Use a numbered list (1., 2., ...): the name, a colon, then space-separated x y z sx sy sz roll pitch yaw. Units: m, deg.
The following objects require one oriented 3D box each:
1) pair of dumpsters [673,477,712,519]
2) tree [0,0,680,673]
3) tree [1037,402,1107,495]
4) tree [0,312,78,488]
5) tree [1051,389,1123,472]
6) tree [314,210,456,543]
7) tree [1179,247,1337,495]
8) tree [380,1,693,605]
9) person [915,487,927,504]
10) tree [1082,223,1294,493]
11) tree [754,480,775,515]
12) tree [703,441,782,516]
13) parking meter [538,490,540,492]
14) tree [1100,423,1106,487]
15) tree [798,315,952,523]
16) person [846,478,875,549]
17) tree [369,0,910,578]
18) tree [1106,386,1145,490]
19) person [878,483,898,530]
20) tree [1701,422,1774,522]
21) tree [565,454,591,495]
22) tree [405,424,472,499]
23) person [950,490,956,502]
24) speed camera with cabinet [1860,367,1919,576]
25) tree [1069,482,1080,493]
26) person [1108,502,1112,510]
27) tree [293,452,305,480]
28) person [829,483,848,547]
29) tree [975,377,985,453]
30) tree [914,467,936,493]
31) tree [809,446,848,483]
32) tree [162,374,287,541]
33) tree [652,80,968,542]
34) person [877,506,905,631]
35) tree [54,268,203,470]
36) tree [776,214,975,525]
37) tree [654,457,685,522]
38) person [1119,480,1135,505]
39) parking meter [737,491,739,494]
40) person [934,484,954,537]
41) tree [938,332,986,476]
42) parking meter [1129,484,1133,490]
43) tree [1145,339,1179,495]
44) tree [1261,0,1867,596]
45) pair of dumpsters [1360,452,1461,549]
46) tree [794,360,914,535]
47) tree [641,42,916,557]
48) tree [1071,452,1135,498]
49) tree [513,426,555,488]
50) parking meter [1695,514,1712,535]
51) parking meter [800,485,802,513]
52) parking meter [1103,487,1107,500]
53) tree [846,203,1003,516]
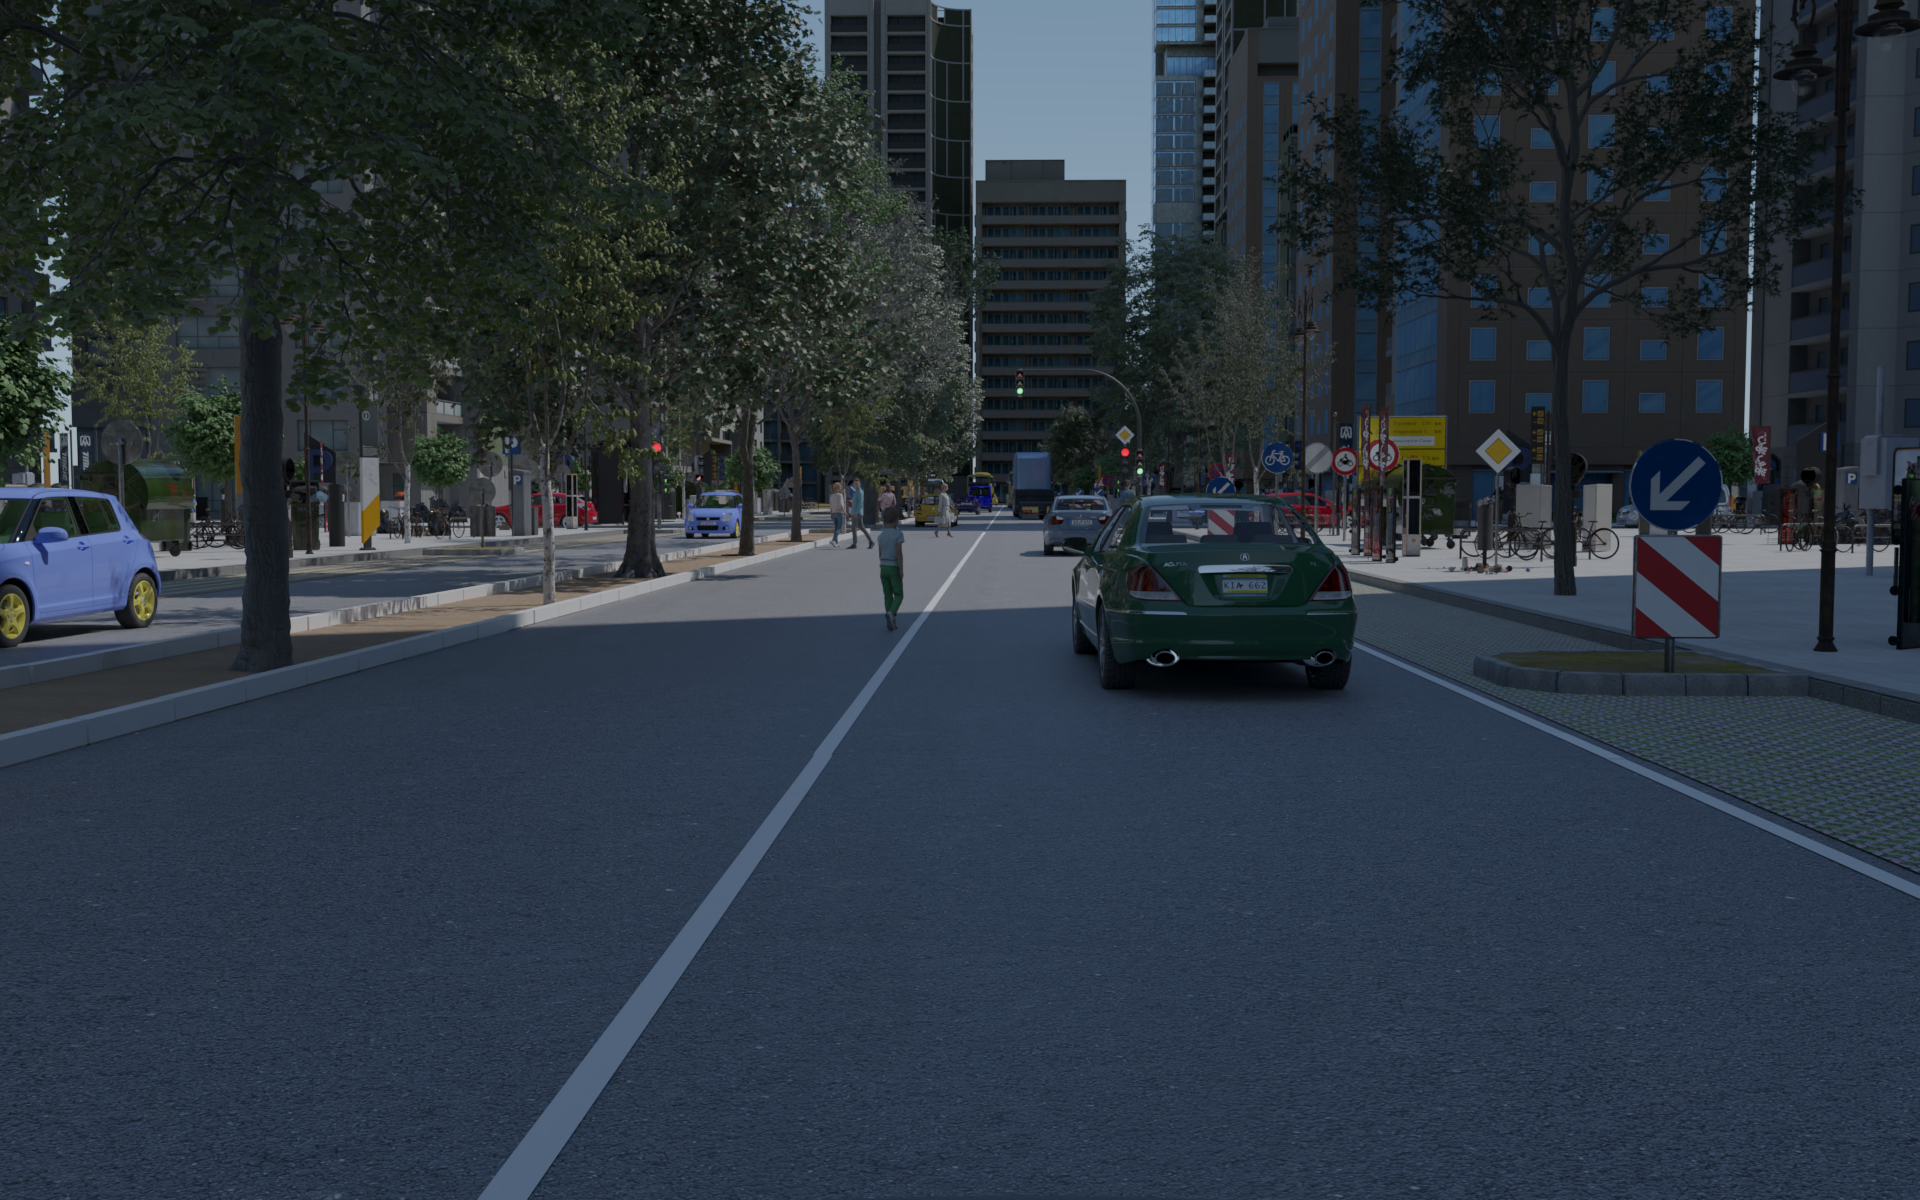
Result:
1. pair of dumpsters: -14.332 -5.504 92.489 1.574 2.255 4.437 0 4 2
2. tree: -5.721 -5.719 14.090 7.486 12.596 7.792 0 3 0
3. tree: 13.893 -18.240 215.232 9.611 12.733 9.660 0 3 0
4. tree: -15.281 -2.617 26.499 4.285 4.588 4.351 0 3 0
5. tree: 12.187 -13.432 154.023 8.767 10.594 7.601 -1 4 -19
6. tree: -14.503 -5.789 45.018 4.360 8.622 3.978 0 3 0
7. tree: 8.899 -6.180 51.398 4.360 8.622 3.978 0 3 0
8. tree: -5.249 -4.218 21.790 4.737 8.622 4.395 0 3 0
9. person: -1.890 -4.691 85.559 0.716 1.782 0.532 0 4 1
10. tree: 10.475 -10.703 81.643 9.857 13.997 8.962 0 3 0
11. tree: -12.687 -7.004 109.124 1.663 3.219 1.824 0 3 0
12. tree: -12.122 -7.203 101.478 4.285 4.588 4.351 0 3 0
13. parking meter: -23.568 -5.389 96.519 0.372 1.533 0.369 0 3 0
14. tree: 10.162 -9.412 104.242 4.360 8.622 3.978 0 3 0
15. tree: -4.257 -10.066 85.171 7.486 12.596 7.792 0 3 0
16. person: -2.597 -2.245 45.073 0.748 1.841 0.638 0 4 3
17. tree: -5.469 -6.731 29.520 9.611 12.733 9.660 0 3 0
18. tree: 10.018 -8.648 91.755 4.360 8.622 3.978 0 3 0
19. person: -2.104 -2.640 52.249 0.593 1.750 0.643 -3 5 -39
20. tree: 34.983 -5.810 78.708 4.285 4.588 4.351 0 3 0
21. tree: -18.373 -5.429 83.359 1.663 3.219 1.824 0 3 0
22. tree: -24.468 -5.982 81.525 4.285 4.588 4.351 0 3 0
23. person: -0.713 -9.704 167.238 0.705 1.814 1.350 1 4 18
24. speed camera with cabinet: 14.562 -1.958 26.347 0.660 3.252 2.038 0 4 -5
25. tree: 13.239 -12.492 198.851 1.663 3.219 1.824 0 3 0
26. person: 4.246 -2.262 50.504 0.505 1.210 0.382 1 4 21
27. tree: -30.328 -5.234 80.175 1.663 3.219 1.824 0 3 0
28. person: -3.307 -2.285 46.529 0.731 1.740 0.598 2 4 33
29. tree: -2.603 -13.254 125.822 9.857 13.997 8.962 0 3 0
30. tree: -3.049 -9.261 104.231 4.737 8.622 4.395 0 3 0
31. tree: -10.412 -13.689 158.221 7.601 10.594 8.767 0 4 4
32. tree: -20.129 -3.904 47.539 4.285 4.588 4.351 0 3 0
33. tree: -4.850 -8.455 51.062 12.009 13.543 11.850 0 3 0
34. person: -0.726 -0.330 18.148 0.306 1.304 0.590 1 4 9
35. tree: -24.218 -6.154 50.979 4.737 8.622 4.395 0 3 0
36. tree: -4.060 -10.229 76.363 9.857 13.997 8.962 0 3 0
37. tree: -13.665 -5.187 79.401 1.663 3.219 1.824 0 3 0
38. person: 4.565 -2.365 47.184 0.581 1.822 0.654 -1 4 -9
39. parking meter: -17.757 -7.896 137.515 0.372 1.533 0.369 0 3 0
40. person: -0.535 -2.966 57.342 0.624 1.780 0.694 2 4 34
41. tree: -3.412 -10.728 94.864 9.611 12.733 9.660 0 3 0
42. parking meter: 9.813 -5.783 100.271 0.399 1.863 0.255 3 5 39
43. tree: 8.782 -6.554 57.514 4.360 8.622 3.978 0 3 0
44. tree: 7.346 -5.339 21.706 7.601 10.594 8.767 0 4 0
45. pair of dumpsters: 10.976 -2.438 42.356 1.574 2.255 4.437 0 4 2
46. tree: -4.031 -6.563 60.131 4.737 8.622 4.395 0 3 0
47. tree: -4.801 -6.800 39.388 9.928 11.665 9.643 0 3 0
48. tree: 11.312 -8.845 128.322 4.285 4.588 4.351 0 3 0
49. tree: -25.223 -9.428 104.516 4.360 8.622 3.978 0 3 0
50. parking meter: 18.629 -2.139 43.378 0.372 1.533 0.369 0 3 0
51. parking meter: -10.944 -6.832 117.410 0.399 1.863 0.255 0 4 6
52. parking meter: 10.276 -7.188 123.235 0.399 1.863 0.255 -2 4 -27
53. tree: -4.003 -15.555 112.669 12.611 20.169 13.585 0 3 0
